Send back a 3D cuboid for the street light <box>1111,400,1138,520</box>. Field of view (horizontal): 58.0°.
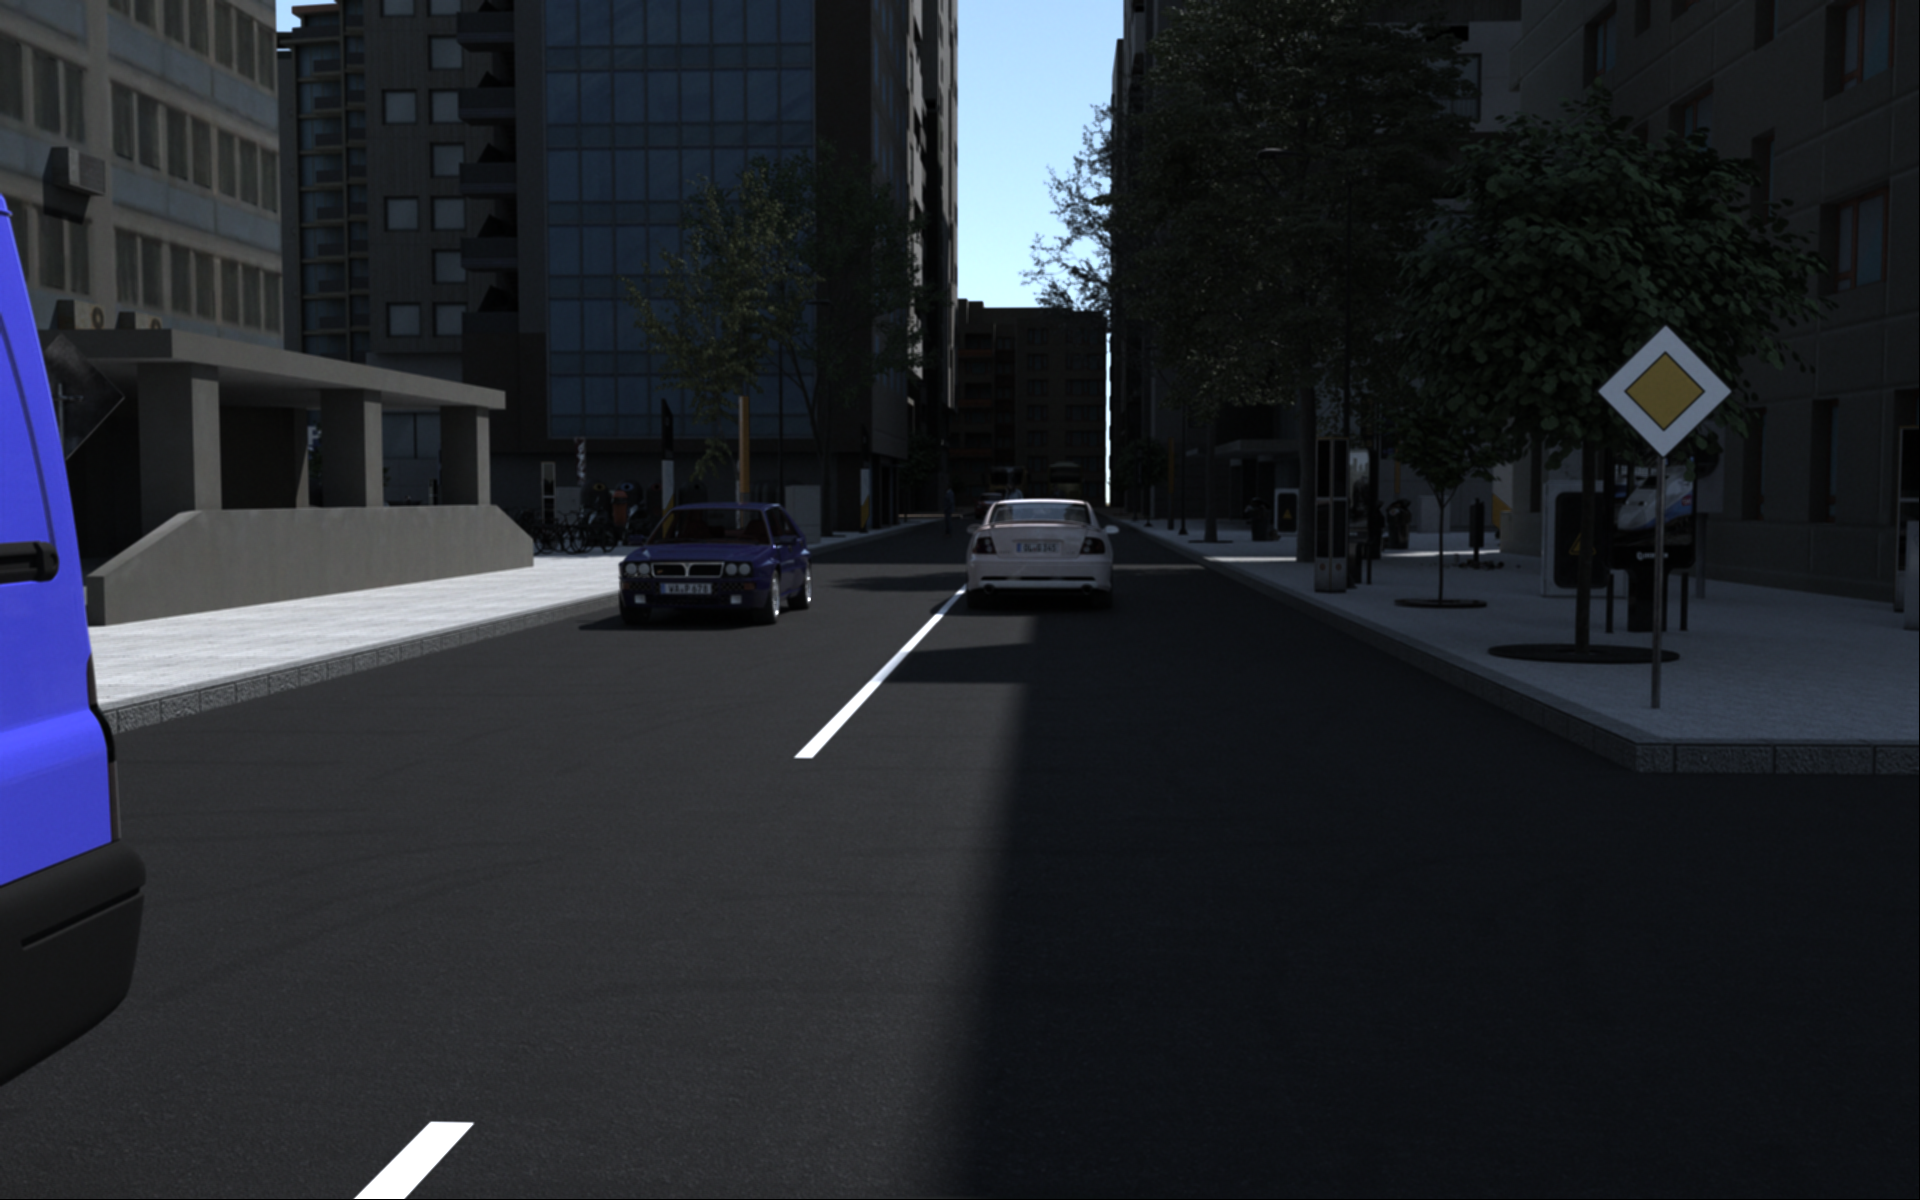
[{"bbox_3d":[8.108,-6.897,85.314,1.470,5.913,1.316,0,4,3],"label":"street light"}]

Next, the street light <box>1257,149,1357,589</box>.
[{"bbox_3d":[4.692,-3.113,23.441,1.470,5.913,1.316,0,4,3],"label":"street light"}]

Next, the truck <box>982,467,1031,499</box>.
[{"bbox_3d":[3.522,-7.909,125.232,3.469,3.379,9.791,0,4,4],"label":"truck"}]

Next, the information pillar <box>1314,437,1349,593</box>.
[{"bbox_3d":[4.828,-1.102,22.512,0.304,2.012,0.304,-2,4,-32],"label":"information pillar"}]

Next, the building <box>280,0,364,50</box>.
[{"bbox_3d":[-41.818,-30.396,151.595,28.867,44.769,22.147,0,4,3],"label":"building"}]

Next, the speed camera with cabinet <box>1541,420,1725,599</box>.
[{"bbox_3d":[8.248,-1.647,21.266,2.038,3.252,0.660,1,4,17],"label":"speed camera with cabinet"}]

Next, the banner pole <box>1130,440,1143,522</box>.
[{"bbox_3d":[8.271,-5.542,80.627,0.401,3.779,0.863,3,5,42],"label":"banner pole"}]

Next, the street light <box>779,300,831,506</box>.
[{"bbox_3d":[-3.773,-4.224,41.606,1.470,5.913,1.316,0,4,3],"label":"street light"}]

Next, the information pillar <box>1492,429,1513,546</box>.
[{"bbox_3d":[13.412,-3.142,42.719,0.504,3.616,0.183,2,4,31],"label":"information pillar"}]

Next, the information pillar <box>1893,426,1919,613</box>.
[{"bbox_3d":[10.320,-0.870,18.722,0.304,2.012,0.304,3,5,39],"label":"information pillar"}]

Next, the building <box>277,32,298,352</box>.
[{"bbox_3d":[-63.186,-28.939,156.748,14.086,41.232,14.154,0,4,3],"label":"building"}]

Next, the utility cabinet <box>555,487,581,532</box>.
[{"bbox_3d":[-12.859,-2.983,57.452,1.173,1.500,0.318,0,4,8],"label":"utility cabinet"}]

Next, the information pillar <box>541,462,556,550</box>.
[{"bbox_3d":[-9.441,-2.156,39.738,0.304,2.012,0.304,-1,4,-17],"label":"information pillar"}]

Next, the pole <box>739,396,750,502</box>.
[{"bbox_3d":[-4.501,-2.589,36.173,0.158,3.312,0.155,0,3,0],"label":"pole"}]

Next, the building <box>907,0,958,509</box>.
[{"bbox_3d":[-13.851,-34.093,146.666,27.495,52.752,28.713,0,4,3],"label":"building"}]

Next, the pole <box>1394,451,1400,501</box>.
[{"bbox_3d":[14.482,-3.885,57.368,0.158,3.312,0.155,0,3,0],"label":"pole"}]

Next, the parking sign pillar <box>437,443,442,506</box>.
[{"bbox_3d":[-19.587,-4.757,66.249,1.447,3.967,1.447,-2,4,-31],"label":"parking sign pillar"}]

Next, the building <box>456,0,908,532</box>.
[{"bbox_3d":[-9.454,-25.343,64.467,14.600,45.320,14.200,0,4,3],"label":"building"}]

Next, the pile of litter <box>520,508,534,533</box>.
[{"bbox_3d":[-13.834,-2.473,54.407,1.176,0.858,1.719,-1,4,-19],"label":"pile of litter"}]

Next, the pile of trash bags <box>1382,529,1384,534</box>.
[{"bbox_3d":[11.956,-2.839,56.176,3.447,1.369,1.912,0,4,5],"label":"pile of trash bags"}]

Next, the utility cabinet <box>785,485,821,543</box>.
[{"bbox_3d":[-4.033,-2.182,44.357,0.318,1.500,1.173,2,4,29],"label":"utility cabinet"}]

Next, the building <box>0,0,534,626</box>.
[{"bbox_3d":[-24.007,-20.275,23.381,32.217,40.220,23.993,0,4,3],"label":"building"}]

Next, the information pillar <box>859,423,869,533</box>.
[{"bbox_3d":[-3.133,-4.013,56.969,0.183,3.616,0.504,1,4,22],"label":"information pillar"}]

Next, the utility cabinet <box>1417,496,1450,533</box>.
[{"bbox_3d":[15.459,-2.773,56.507,1.020,1.237,0.306,0,4,-8],"label":"utility cabinet"}]

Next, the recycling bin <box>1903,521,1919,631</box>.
[{"bbox_3d":[9.392,-0.226,16.252,0.722,1.027,0.722,-3,4,-37],"label":"recycling bin"}]

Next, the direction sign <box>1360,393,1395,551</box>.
[{"bbox_3d":[9.363,-2.867,38.865,0.876,3.537,0.379,3,5,44],"label":"direction sign"}]

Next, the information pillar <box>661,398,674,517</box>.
[{"bbox_3d":[-7.184,-3.131,42.546,0.183,3.616,0.504,1,4,16],"label":"information pillar"}]

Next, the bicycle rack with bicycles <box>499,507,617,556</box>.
[{"bbox_3d":[-8.750,-1.481,37.598,2.925,0.926,2.852,-3,5,-42],"label":"bicycle rack with bicycles"}]

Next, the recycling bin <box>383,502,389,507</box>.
[{"bbox_3d":[-17.490,-2.444,52.520,0.722,1.027,0.722,0,4,-2],"label":"recycling bin"}]

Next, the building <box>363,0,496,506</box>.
[{"bbox_3d":[-16.385,-31.270,100.508,28.713,52.752,27.495,0,4,3],"label":"building"}]

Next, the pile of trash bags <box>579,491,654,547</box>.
[{"bbox_3d":[-8.643,-2.082,43.785,1.912,1.369,3.447,-1,4,-10],"label":"pile of trash bags"}]

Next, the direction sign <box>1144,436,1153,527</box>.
[{"bbox_3d":[7.447,-4.673,68.401,0.379,3.537,0.876,0,4,1],"label":"direction sign"}]

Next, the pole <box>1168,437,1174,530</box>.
[{"bbox_3d":[7.567,-4.174,62.085,0.158,3.312,0.155,0,3,0],"label":"pole"}]

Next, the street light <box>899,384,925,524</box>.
[{"bbox_3d":[-2.151,-6.142,72.955,1.470,5.913,1.316,0,4,3],"label":"street light"}]

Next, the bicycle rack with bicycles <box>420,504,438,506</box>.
[{"bbox_3d":[-20.143,-3.053,63.295,2.852,0.926,2.925,1,4,10],"label":"bicycle rack with bicycles"}]

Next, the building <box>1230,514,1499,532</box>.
[{"bbox_3d":[23.520,-29.401,69.948,28.713,52.752,27.495,0,4,3],"label":"building"}]

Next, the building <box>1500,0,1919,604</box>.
[{"bbox_3d":[25.595,-10.886,23.028,28.899,21.520,27.650,0,4,3],"label":"building"}]

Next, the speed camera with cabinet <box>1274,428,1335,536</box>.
[{"bbox_3d":[10.531,-3.544,52.284,2.038,3.252,0.660,3,4,37],"label":"speed camera with cabinet"}]

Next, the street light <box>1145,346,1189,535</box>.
[{"bbox_3d":[6.485,-5.005,54.373,1.470,5.913,1.316,0,4,3],"label":"street light"}]

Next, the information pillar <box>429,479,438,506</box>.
[{"bbox_3d":[-25.782,-4.914,84.844,0.304,2.012,0.304,3,5,40],"label":"information pillar"}]

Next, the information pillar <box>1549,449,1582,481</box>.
[{"bbox_3d":[9.302,-2.158,26.642,0.504,3.616,0.183,0,4,7],"label":"information pillar"}]
